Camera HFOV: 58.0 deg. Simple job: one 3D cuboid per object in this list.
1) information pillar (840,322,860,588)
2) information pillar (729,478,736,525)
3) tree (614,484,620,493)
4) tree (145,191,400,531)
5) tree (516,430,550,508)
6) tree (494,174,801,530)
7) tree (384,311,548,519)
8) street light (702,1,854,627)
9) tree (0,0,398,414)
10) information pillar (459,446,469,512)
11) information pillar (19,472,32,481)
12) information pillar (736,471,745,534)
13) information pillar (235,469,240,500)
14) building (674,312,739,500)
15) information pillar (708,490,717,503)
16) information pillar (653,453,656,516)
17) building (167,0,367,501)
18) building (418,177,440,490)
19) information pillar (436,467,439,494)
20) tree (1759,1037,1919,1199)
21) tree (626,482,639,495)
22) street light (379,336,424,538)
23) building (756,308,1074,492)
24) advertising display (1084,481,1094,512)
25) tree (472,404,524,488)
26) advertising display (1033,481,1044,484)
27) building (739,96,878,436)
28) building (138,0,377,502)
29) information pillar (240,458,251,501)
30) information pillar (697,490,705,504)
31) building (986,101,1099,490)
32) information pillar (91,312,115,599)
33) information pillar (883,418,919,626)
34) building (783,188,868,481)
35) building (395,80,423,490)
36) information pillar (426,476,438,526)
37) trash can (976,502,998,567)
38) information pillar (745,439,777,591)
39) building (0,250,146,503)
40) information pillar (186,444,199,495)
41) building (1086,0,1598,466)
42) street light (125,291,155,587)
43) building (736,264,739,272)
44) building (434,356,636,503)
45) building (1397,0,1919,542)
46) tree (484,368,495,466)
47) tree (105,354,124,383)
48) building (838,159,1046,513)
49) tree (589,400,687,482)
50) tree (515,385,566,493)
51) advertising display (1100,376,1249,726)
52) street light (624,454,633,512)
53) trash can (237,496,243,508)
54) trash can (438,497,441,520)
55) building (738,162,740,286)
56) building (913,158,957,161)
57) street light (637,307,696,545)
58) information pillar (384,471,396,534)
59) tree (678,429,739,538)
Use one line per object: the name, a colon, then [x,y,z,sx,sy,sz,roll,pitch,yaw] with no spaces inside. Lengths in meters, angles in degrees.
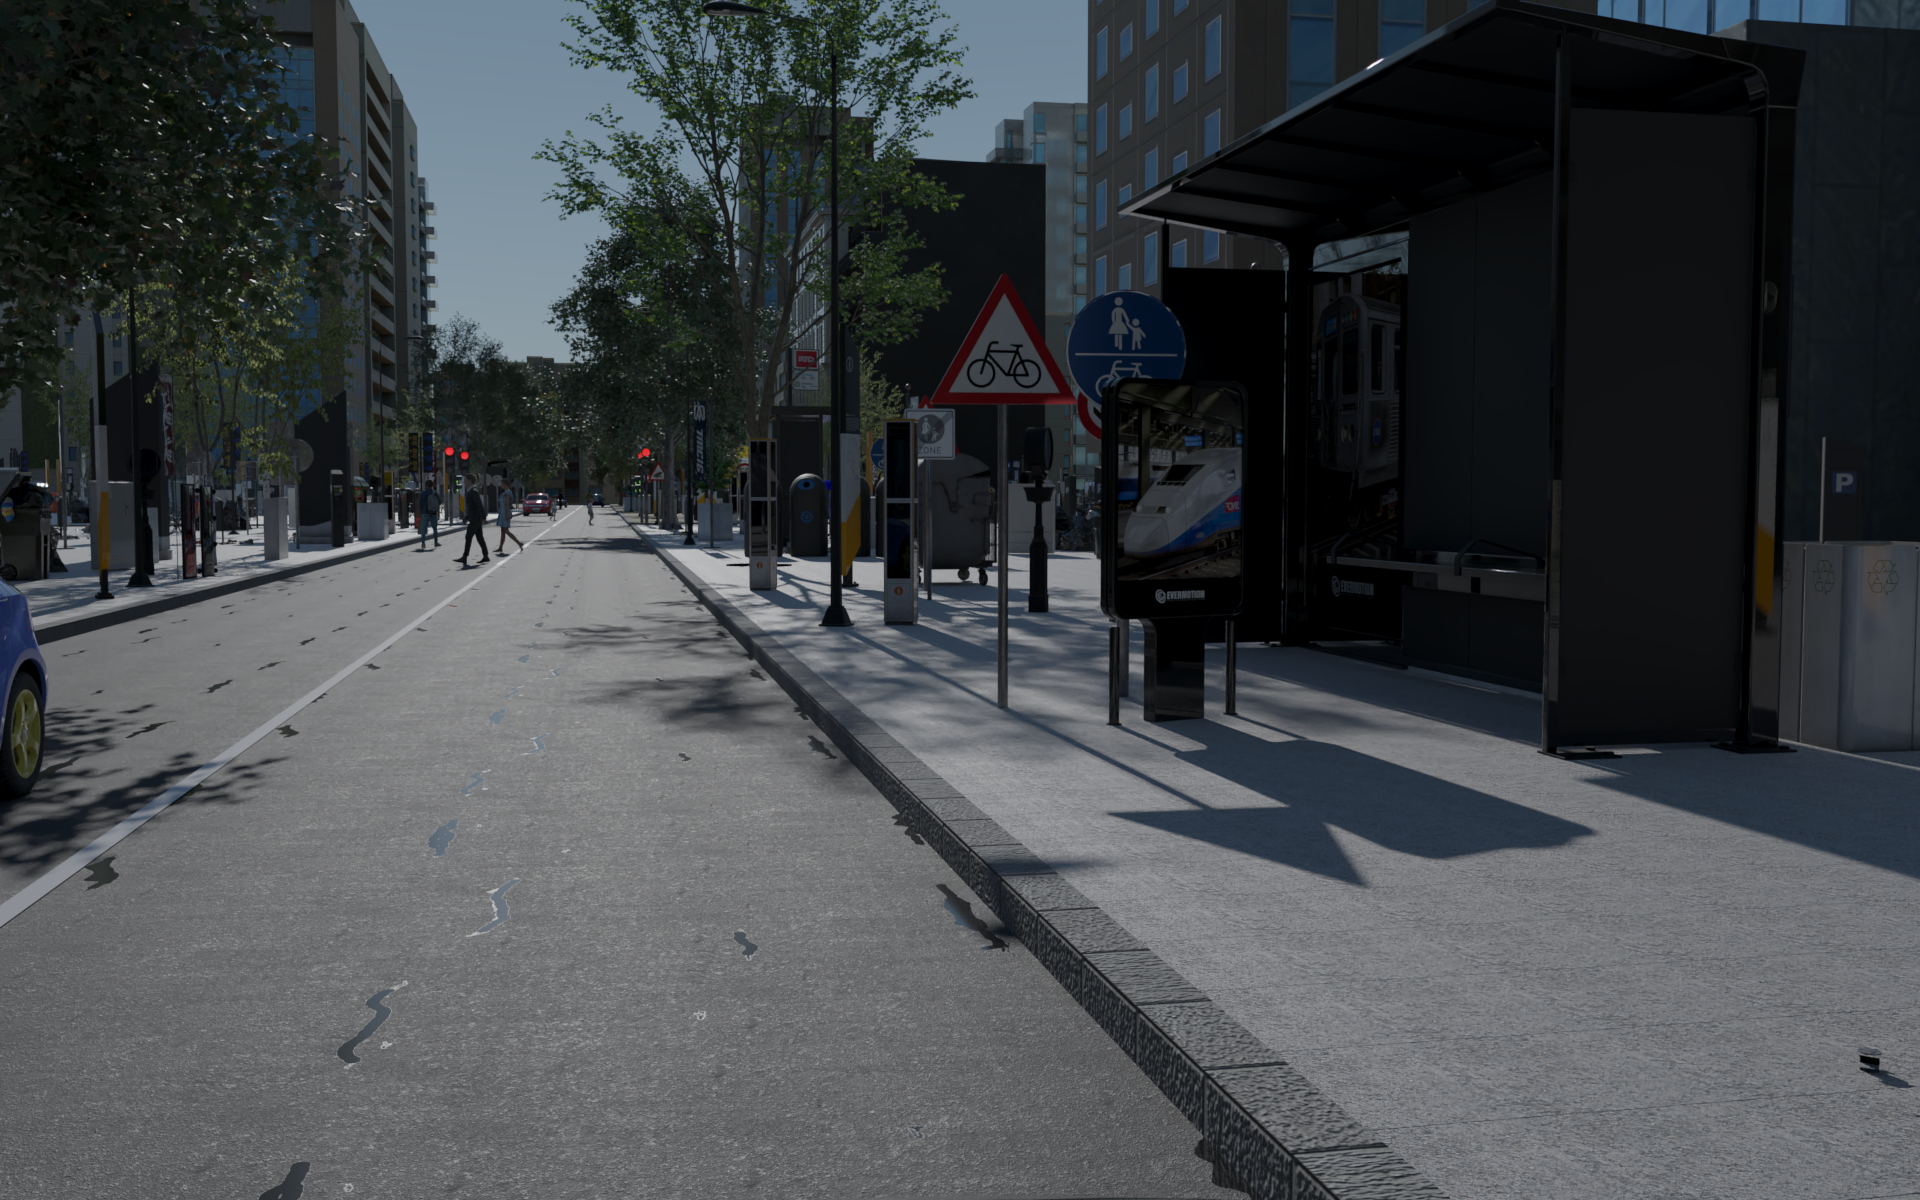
information pillar: [-1.521,-1.991,23.903,0.183,3.616,0.504,1,4,22]
information pillar: [-9.286,-4.066,70.970,0.304,2.012,0.304,-1,4,-21]
tree: [-42.835,-13.761,219.594,1.663,3.219,1.824,0,3,0]
tree: [-14.878,-5.336,37.609,4.737,8.622,4.395,0,3,0]
tree: [-41.155,-12.905,161.366,4.737,8.622,4.395,0,3,0]
tree: [-10.449,-8.859,61.859,9.611,12.733,9.660,0,3,0]
tree: [-25.112,-9.364,87.509,8.767,10.594,7.601,0,4,4]
street light: [-1.736,-2.694,16.596,1.470,5.913,1.316,-1,4,-12]
tree: [-9.423,-5.892,13.335,9.611,12.733,9.660,0,3,0]
information pillar: [-23.281,-5.510,81.446,0.504,3.616,0.183,1,4,10]
information pillar: [-31.739,-3.323,58.816,0.304,2.012,0.304,1,4,20]
information pillar: [-6.902,-3.114,55.408,0.304,2.012,0.304,0,4,-4]
information pillar: [-58.987,-9.188,141.580,0.504,3.616,0.183,1,4,16]
building: [-40.071,-29.666,256.745,14.107,30.474,14.160,-1,4,-12]
information pillar: [-13.763,-6.424,96.390,0.504,3.616,0.183,-1,4,-20]
information pillar: [-17.526,-6.625,99.669,0.183,3.616,0.504,0,4,7]
building: [-60.947,-30.766,153.129,14.600,45.320,14.200,-1,4,-12]
building: [-91.125,-38.575,250.310,30.456,49.044,23.786,-1,4,-12]
information pillar: [-40.661,-8.753,134.473,0.504,3.616,0.183,-1,4,-21]
tree: [2.367,-4.719,2.906,9.928,11.665,9.643,0,3,0]
tree: [-26.864,-9.164,144.430,1.663,3.219,1.824,0,3,0]
street light: [-16.448,-4.796,50.961,1.470,5.913,1.316,-1,4,-12]
building: [-5.651,-20.265,176.365,27.650,21.520,28.899,-1,4,-12]
advertising display: [6.388,-4.834,84.241,0.123,1.923,0.974,-2,4,-34]
tree: [-34.459,-10.963,129.600,4.360,8.622,3.978,0,3,0]
advertising display: [2.582,-3.374,60.380,0.123,1.923,0.974,-2,4,-34]
building: [-17.324,-33.380,195.876,14.600,45.320,14.200,-1,4,-12]
building: [-67.938,-33.428,170.257,21.300,48.544,21.600,-1,4,-12]
information pillar: [-45.071,-7.228,109.535,0.504,3.616,0.183,-1,4,-9]
information pillar: [-14.874,-6.592,99.139,0.504,3.616,0.183,-3,4,-37]
building: [19.100,-36.297,213.063,30.456,49.044,23.786,-1,4,-12]
information pillar: [-10.467,-1.820,21.106,0.183,3.616,0.504,-2,4,-32]
information pillar: [-0.578,-0.765,16.992,0.304,2.012,0.304,0,4,8]
building: [-7.062,-21.151,143.075,12.463,27.353,25.104,-1,4,-12]
building: [-72.924,-34.972,195.488,21.600,48.544,21.300,-1,4,-12]
information pillar: [-21.028,-3.945,69.000,0.304,2.012,0.304,1,4,20]
trash can: [0.360,-1.171,30.800,0.748,1.137,0.748,0,3,0]
information pillar: [-2.626,-1.136,23.073,0.304,2.012,0.304,1,4,12]
building: [-98.070,-39.641,190.136,28.212,58.520,21.231,-1,4,-12]
information pillar: [-34.215,-5.249,77.182,0.183,3.616,0.504,3,5,41]
building: [12.589,-24.679,53.611,14.600,45.320,14.200,-1,4,-12]
street light: [-10.825,-3.142,23.906,1.470,5.913,1.316,-1,4,-12]
building: [-23.316,-35.323,269.411,23.993,40.220,32.217,-1,4,-12]
building: [-62.571,-25.355,259.590,28.899,21.520,27.650,-1,4,-12]
building: [22.602,-43.180,18.663,22.319,86.520,31.000,-1,4,-12]
tree: [-36.789,-13.725,141.414,9.611,12.733,9.660,0,3,0]
tree: [-28.988,-7.037,65.421,4.737,8.622,4.395,0,3,0]
building: [-1.864,-17.965,123.407,12.332,23.373,15.834,-1,4,-12]
tree: [-25.330,-14.136,137.772,9.857,13.997,8.962,0,3,0]
tree: [-42.031,-15.398,169.880,7.486,12.596,7.792,0,3,0]
advertising display: [1.218,-0.281,9.802,0.974,1.923,0.123,-2,4,-32]
street light: [-12.938,-6.008,70.772,1.470,5.913,1.316,-1,4,-12]
trash can: [-52.913,-7.090,127.581,0.748,1.137,0.748,0,3,0]
trash can: [-24.444,-4.197,80.272,0.748,1.137,0.748,0,3,0]
building: [-19.825,-32.195,209.988,14.154,41.232,14.086,-1,4,-12]
building: [-3.720,-32.419,213.647,14.086,41.232,14.154,-1,4,-12]
street light: [-7.345,-4.330,43.345,1.470,5.913,1.316,-1,4,-12]
information pillar: [-18.320,-3.127,55.618,0.304,2.012,0.304,0,4,-8]
tree: [-7.221,-3.419,50.509,1.663,3.219,1.824,0,3,0]
